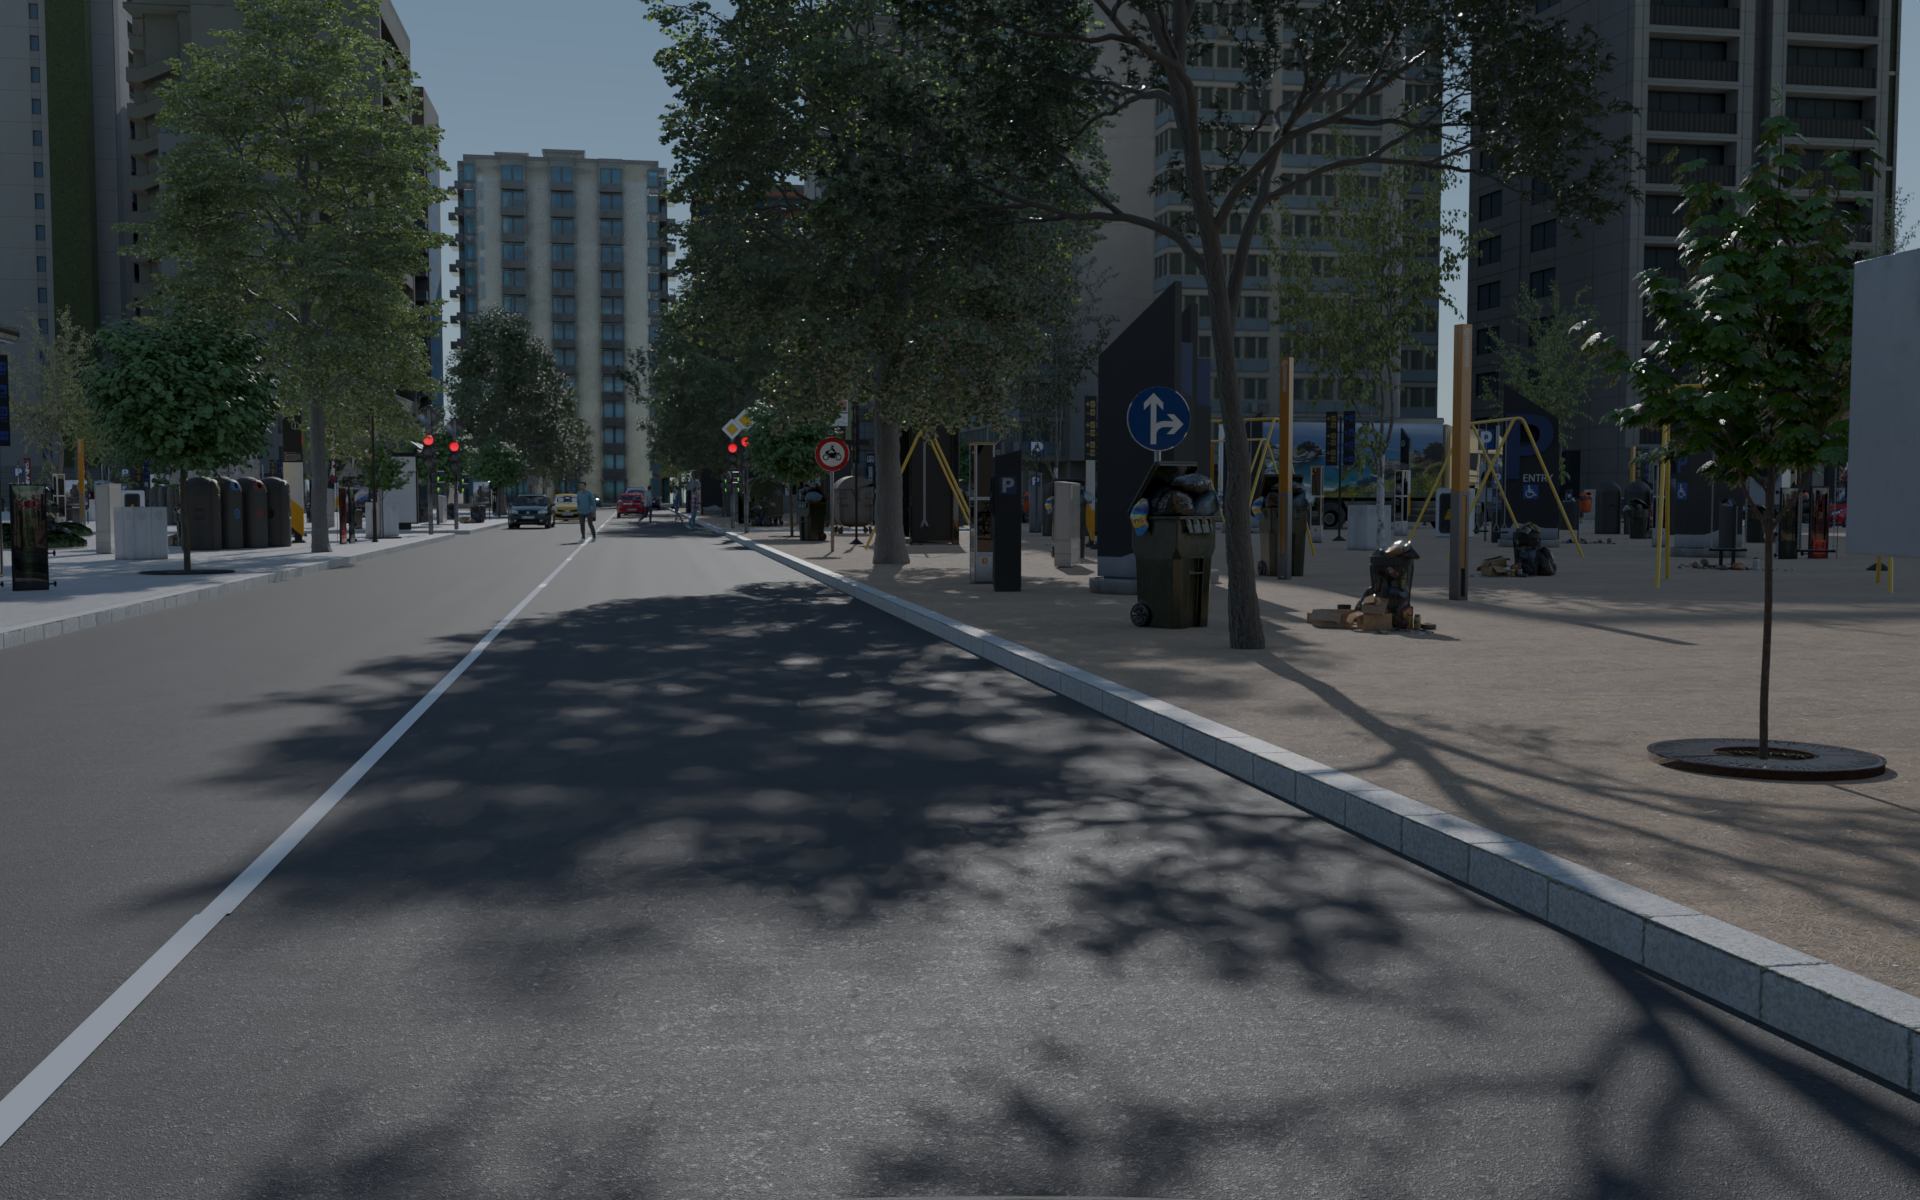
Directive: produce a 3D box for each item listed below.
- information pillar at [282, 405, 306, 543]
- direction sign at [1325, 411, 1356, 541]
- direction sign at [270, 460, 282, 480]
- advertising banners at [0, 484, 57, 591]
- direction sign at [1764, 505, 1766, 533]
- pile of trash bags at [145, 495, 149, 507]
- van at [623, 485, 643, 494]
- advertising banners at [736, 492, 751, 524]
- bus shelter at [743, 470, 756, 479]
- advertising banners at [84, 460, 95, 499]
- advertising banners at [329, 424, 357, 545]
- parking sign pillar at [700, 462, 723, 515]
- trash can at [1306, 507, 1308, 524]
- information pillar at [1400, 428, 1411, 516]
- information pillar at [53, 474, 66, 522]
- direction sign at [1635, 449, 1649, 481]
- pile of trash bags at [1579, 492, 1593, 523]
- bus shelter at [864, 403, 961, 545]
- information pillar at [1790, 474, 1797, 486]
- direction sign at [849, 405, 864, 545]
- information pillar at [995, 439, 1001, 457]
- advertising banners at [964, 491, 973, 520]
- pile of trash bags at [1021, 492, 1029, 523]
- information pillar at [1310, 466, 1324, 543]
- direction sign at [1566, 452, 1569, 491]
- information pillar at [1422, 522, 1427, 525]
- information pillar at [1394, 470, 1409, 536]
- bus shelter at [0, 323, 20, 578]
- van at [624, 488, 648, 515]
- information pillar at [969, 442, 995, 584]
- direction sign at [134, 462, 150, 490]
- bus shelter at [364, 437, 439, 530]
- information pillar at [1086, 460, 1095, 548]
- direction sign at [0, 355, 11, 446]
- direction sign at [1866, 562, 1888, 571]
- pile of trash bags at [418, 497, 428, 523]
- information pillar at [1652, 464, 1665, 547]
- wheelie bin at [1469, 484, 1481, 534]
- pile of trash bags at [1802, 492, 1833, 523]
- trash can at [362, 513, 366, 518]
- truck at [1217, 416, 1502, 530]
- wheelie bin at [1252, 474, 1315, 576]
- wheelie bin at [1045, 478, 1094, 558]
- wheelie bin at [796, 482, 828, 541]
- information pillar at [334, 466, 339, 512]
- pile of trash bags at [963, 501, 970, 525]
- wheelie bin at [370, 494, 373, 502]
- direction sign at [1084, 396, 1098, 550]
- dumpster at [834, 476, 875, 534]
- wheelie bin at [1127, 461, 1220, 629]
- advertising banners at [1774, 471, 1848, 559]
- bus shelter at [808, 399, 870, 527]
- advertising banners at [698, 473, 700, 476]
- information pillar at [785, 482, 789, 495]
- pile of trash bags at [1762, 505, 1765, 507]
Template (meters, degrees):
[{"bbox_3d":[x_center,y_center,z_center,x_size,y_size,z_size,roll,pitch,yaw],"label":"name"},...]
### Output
[{"bbox_3d":[-17.445,-3.302,45.350,0.504,3.616,0.183,-1,4,-9],"label":"information pillar"},{"bbox_3d":[10.393,-3.386,47.364,0.876,3.537,0.379,3,5,40],"label":"direction sign"},{"bbox_3d":[-45.107,-7.475,114.216,0.876,3.537,0.379,1,4,15],"label":"direction sign"},{"bbox_3d":[-12.825,-1.603,22.389,0.090,3.025,2.074,3,5,41],"label":"advertising banners"},{"bbox_3d":[26.455,-3.962,56.773,0.379,3.537,0.876,-1,4,-17],"label":"direction sign"},{"bbox_3d":[-54.110,-6.422,114.758,3.447,1.369,1.912,0,4,-5],"label":"pile of trash bags"},{"bbox_3d":[-29.760,-9.433,158.608,2.240,2.365,5.245,-1,4,-10],"label":"van"},{"bbox_3d":[-8.761,-4.828,75.119,2.074,3.025,0.090,-2,4,-32],"label":"advertising banners"},{"bbox_3d":[-13.774,-8.547,117.376,2.179,5.291,8.768,-1,4,-11],"label":"bus shelter"},{"bbox_3d":[-44.214,-5.641,88.418,0.090,3.025,2.074,1,4,14],"label":"advertising banners"},{"bbox_3d":[-15.734,-2.932,44.131,0.090,3.025,2.074,0,4,-3],"label":"advertising banners"},{"bbox_3d":[-15.483,-7.308,107.965,1.447,3.967,1.447,1,4,9],"label":"parking sign pillar"},{"bbox_3d":[11.529,-2.891,58.926,0.748,1.137,0.748,0,3,0],"label":"trash can"},{"bbox_3d":[15.642,-4.253,60.890,0.183,3.616,0.504,-2,4,-25],"label":"information pillar"},{"bbox_3d":[-32.539,-3.553,62.585,0.304,2.012,0.304,3,4,36],"label":"information pillar"},{"bbox_3d":[33.999,-5.773,86.380,0.876,3.537,0.379,-2,4,-24],"label":"direction sign"},{"bbox_3d":[26.560,-4.075,76.373,3.447,1.369,1.912,-2,4,-27],"label":"pile of trash bags"},{"bbox_3d":[-1.331,-3.390,46.717,1.731,3.624,6.357,-1,4,-11],"label":"bus shelter"},{"bbox_3d":[21.285,-2.452,44.583,0.304,2.012,0.304,-1,4,-14],"label":"information pillar"},{"bbox_3d":[-2.643,-3.187,44.100,0.379,3.537,0.876,0,4,6],"label":"direction sign"},{"bbox_3d":[1.537,-5.052,73.958,0.504,3.616,0.183,-1,4,-14],"label":"information pillar"},{"bbox_3d":[-0.244,-5.376,84.084,2.074,3.025,0.090,-2,4,-25],"label":"advertising banners"},{"bbox_3d":[2.685,-4.050,75.963,1.912,1.369,3.447,-1,4,-10],"label":"pile of trash bags"},{"bbox_3d":[9.354,-2.502,45.404,0.304,2.012,0.304,1,4,21],"label":"information pillar"},{"bbox_3d":[32.570,-6.172,92.911,0.379,3.537,0.876,1,4,14],"label":"direction sign"},{"bbox_3d":[19.047,-4.864,70.889,0.183,3.616,0.504,1,4,15],"label":"information pillar"},{"bbox_3d":[13.525,-2.972,53.087,0.304,2.012,0.304,-3,5,-42],"label":"information pillar"},{"bbox_3d":[-11.967,-2.414,17.102,2.179,5.291,8.768,-1,4,-11],"label":"bus shelter"},{"bbox_3d":[-22.496,-6.934,120.378,2.013,2.044,4.112,-1,4,-10],"label":"van"},{"bbox_3d":[0.317,-1.238,24.739,0.304,2.012,0.304,-1,4,-15],"label":"information pillar"},{"bbox_3d":[-52.797,-7.331,111.860,0.876,3.537,0.379,-2,4,-32],"label":"direction sign"},{"bbox_3d":[-20.729,-4.321,64.568,2.014,3.302,5.546,-1,4,-11],"label":"bus shelter"},{"bbox_3d":[3.140,-3.075,41.626,0.183,3.616,0.504,-1,4,-13],"label":"information pillar"},{"bbox_3d":[-15.802,-2.200,27.975,0.379,3.537,0.876,3,5,42],"label":"direction sign"},{"bbox_3d":[15.431,-2.262,28.982,0.379,3.537,0.876,3,4,36],"label":"direction sign"},{"bbox_3d":[-24.690,-4.129,77.267,1.912,1.369,3.447,-1,4,-15],"label":"pile of trash bags"},{"bbox_3d":[16.910,-2.281,41.782,0.304,2.012,0.304,0,4,4],"label":"information pillar"},{"bbox_3d":[16.434,-2.933,55.856,0.980,1.594,0.693,-3,5,-40],"label":"wheelie bin"},{"bbox_3d":[37.818,-4.067,76.246,1.912,1.369,3.447,0,4,-4],"label":"pile of trash bags"},{"bbox_3d":[-32.219,-5.034,93.966,0.748,1.137,0.748,0,3,0],"label":"trash can"},{"bbox_3d":[15.302,-4.613,64.332,11.283,4.237,2.839,-1,4,-11],"label":"truck"},{"bbox_3d":[5.089,-1.176,27.128,0.980,1.594,0.693,-1,4,-9],"label":"wheelie bin"},{"bbox_3d":[2.220,-1.643,34.775,0.980,1.594,0.693,0,4,-7],"label":"wheelie bin"},{"bbox_3d":[-4.051,-2.414,47.373,0.693,1.594,0.980,-3,4,-38],"label":"wheelie bin"},{"bbox_3d":[-44.213,-8.041,122.829,0.183,3.616,0.504,0,4,7],"label":"information pillar"},{"bbox_3d":[-1.339,-3.805,71.957,3.447,1.369,1.912,0,4,-6],"label":"pile of trash bags"},{"bbox_3d":[-24.716,-3.995,73.219,0.980,1.594,0.693,-2,4,-24],"label":"wheelie bin"},{"bbox_3d":[3.214,-2.943,40.121,0.876,3.537,0.379,-3,4,-38],"label":"direction sign"},{"bbox_3d":[-3.452,-3.083,56.172,1.264,1.857,1.865,-1,4,-11],"label":"dumpster"},{"bbox_3d":[2.097,-0.540,16.744,0.980,1.594,0.693,-3,5,-43],"label":"wheelie bin"},{"bbox_3d":[16.993,-2.329,34.265,2.074,3.025,0.090,-1,4,-19],"label":"advertising banners"},{"bbox_3d":[-5.306,-5.697,70.777,2.179,5.291,8.768,-1,4,-11],"label":"bus shelter"},{"bbox_3d":[-20.054,-8.740,139.079,2.074,3.025,0.090,-1,4,-19],"label":"advertising banners"},{"bbox_3d":[-12.852,-8.418,128.993,0.183,3.616,0.504,-3,5,-41],"label":"information pillar"},{"bbox_3d":[34.566,-4.093,76.678,1.912,1.369,3.447,3,5,40],"label":"pile of trash bags"}]
